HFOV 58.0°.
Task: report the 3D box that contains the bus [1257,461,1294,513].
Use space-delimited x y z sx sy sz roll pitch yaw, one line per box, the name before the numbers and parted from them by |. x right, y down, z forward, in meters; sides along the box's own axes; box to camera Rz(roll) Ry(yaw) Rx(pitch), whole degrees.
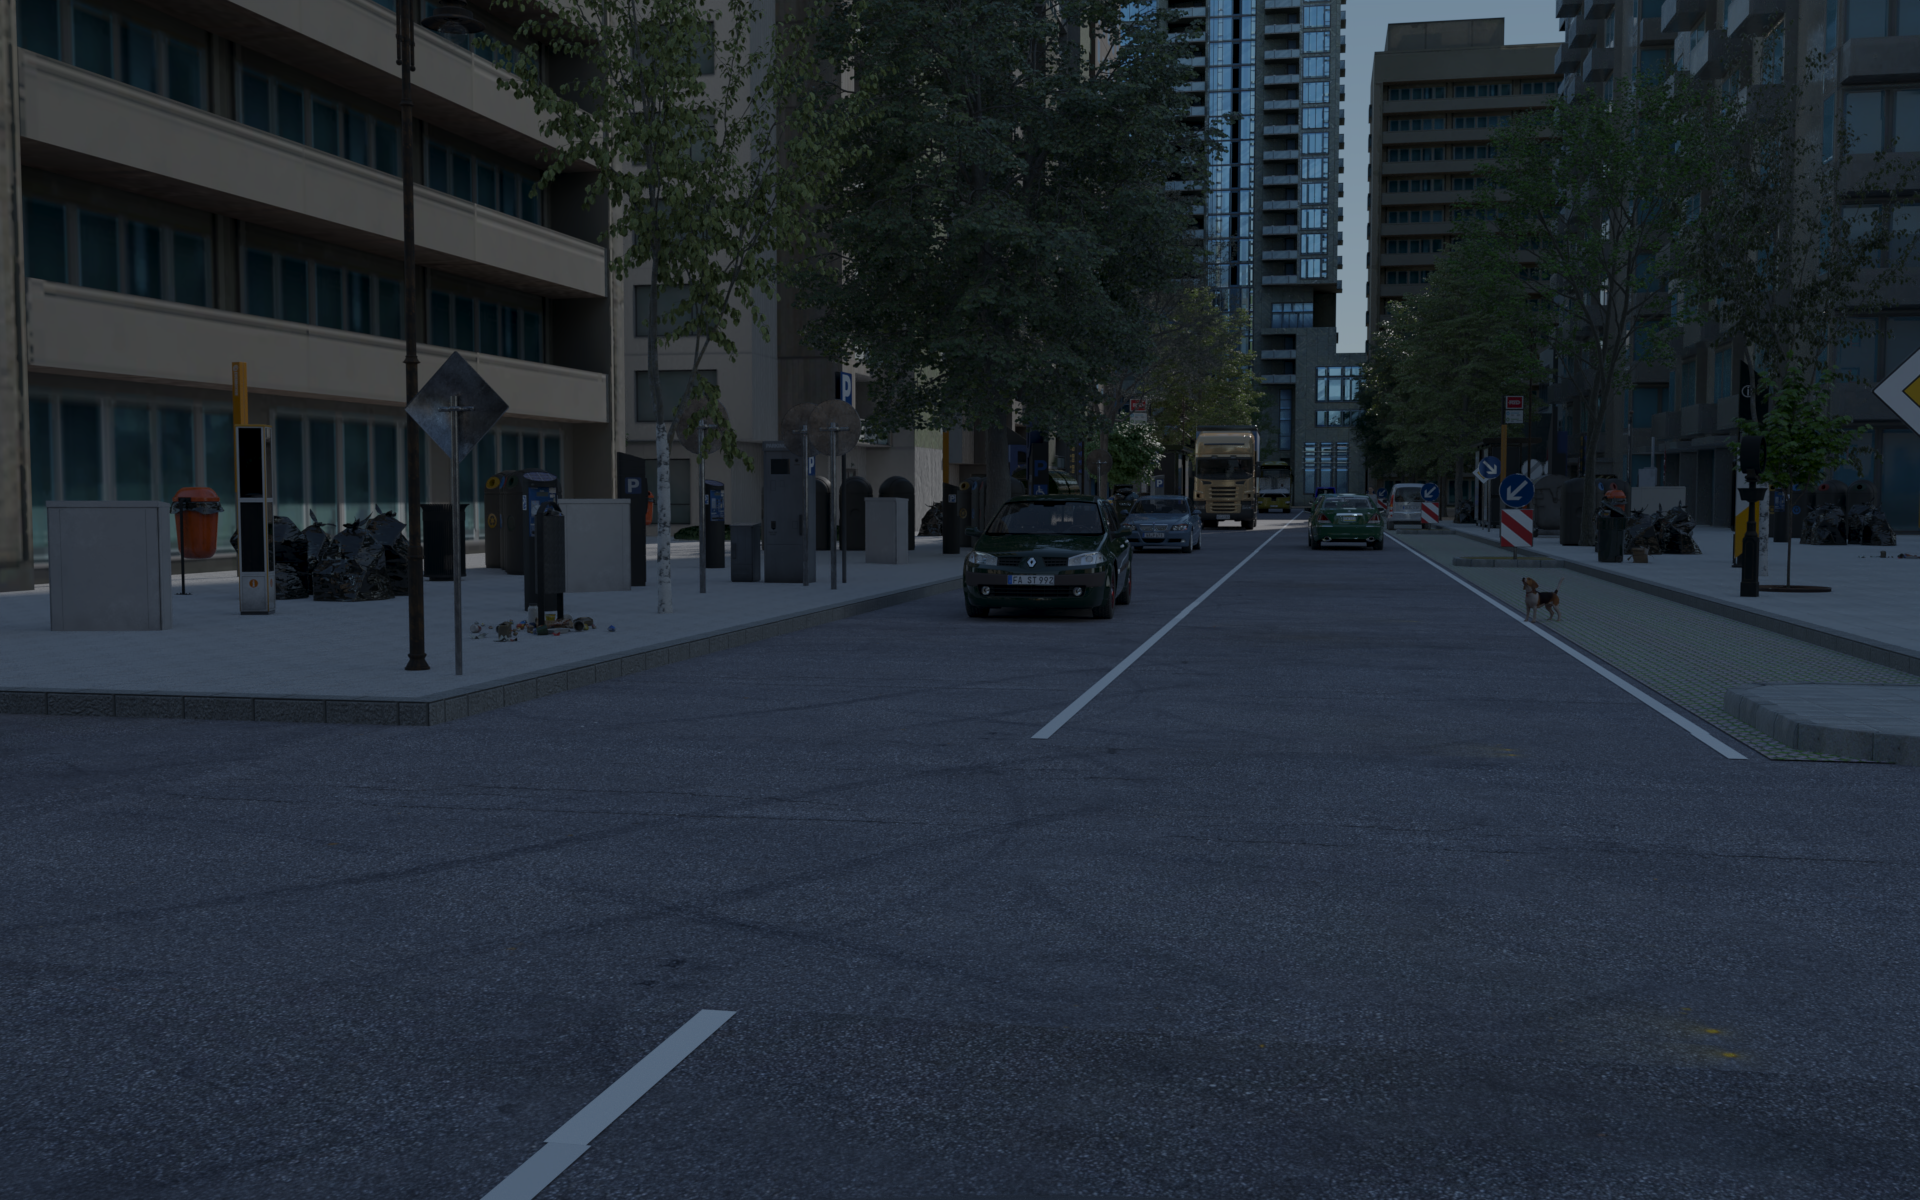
bus | 24.160 -8.635 132.730 2.896 3.916 12.252 1 4 11

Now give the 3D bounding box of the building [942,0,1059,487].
building | -2.547 -19.828 95.881 14.160 30.474 14.107 1 4 12

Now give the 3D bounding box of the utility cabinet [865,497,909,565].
utility cabinet | -1.351 -1.272 31.958 0.306 1.237 1.020 -3 4 -37

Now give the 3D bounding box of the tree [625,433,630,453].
tree | -9.696 -3.269 48.048 1.663 3.219 1.824 0 3 0

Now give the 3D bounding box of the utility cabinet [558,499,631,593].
utility cabinet | -4.867 -0.713 22.813 1.020 1.237 0.306 -2 4 -35

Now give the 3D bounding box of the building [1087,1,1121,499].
building | 3.662 -28.948 123.415 14.600 45.320 14.200 1 4 12

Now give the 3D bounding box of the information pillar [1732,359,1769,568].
information pillar | 13.725 -2.367 30.054 0.504 3.616 0.183 1 4 15

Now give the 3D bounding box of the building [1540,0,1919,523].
building | 47.005 -29.396 100.233 23.786 49.044 30.456 1 4 12

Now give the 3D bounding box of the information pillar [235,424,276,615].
information pillar | -7.496 -0.853 18.432 0.304 2.012 0.304 0 4 -8

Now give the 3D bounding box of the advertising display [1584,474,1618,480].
advertising display | 20.880 -3.129 56.369 0.974 1.923 0.123 3 5 42

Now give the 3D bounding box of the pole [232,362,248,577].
pole | -11.137 -2.019 26.859 0.158 3.312 0.155 0 3 0

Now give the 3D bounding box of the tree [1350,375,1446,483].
tree | 30.223 -11.101 115.913 8.767 10.594 7.601 1 4 21

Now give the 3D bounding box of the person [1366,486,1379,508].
person | 14.512 -3.187 61.354 0.466 1.731 0.760 -3 5 -43

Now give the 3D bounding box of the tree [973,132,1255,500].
tree | 4.873 -9.019 57.826 12.009 13.543 11.850 0 3 0

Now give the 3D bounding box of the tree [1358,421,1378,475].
tree | 37.512 -14.049 147.830 7.486 12.596 7.792 0 3 0

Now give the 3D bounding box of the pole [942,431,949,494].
pole | -0.351 -3.002 42.933 0.158 3.312 0.155 0 3 0

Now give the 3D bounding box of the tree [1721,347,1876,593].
tree | 11.018 -1.740 23.058 1.663 3.219 1.824 0 3 0

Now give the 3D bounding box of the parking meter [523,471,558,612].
parking meter | -4.603 -0.649 19.024 0.372 1.533 0.369 0 3 0

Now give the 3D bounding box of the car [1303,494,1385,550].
car | 10.189 -2.083 45.858 2.131 1.459 4.920 1 4 10

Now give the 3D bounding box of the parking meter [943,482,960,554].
parking meter | -0.188 -1.756 37.126 0.372 1.533 0.369 0 3 0

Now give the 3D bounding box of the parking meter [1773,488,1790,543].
parking meter | 21.803 -2.296 45.946 0.372 1.533 0.369 0 3 0

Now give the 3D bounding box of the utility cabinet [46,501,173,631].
utility cabinet | -8.012 -0.317 16.341 1.020 1.237 0.306 0 4 -4

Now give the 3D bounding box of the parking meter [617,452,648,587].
parking meter | -4.552 -1.125 24.098 0.399 1.863 0.255 -1 4 -21

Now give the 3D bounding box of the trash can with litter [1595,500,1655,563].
trash can with litter | 12.459 -1.289 32.454 1.055 1.170 0.624 1 4 21

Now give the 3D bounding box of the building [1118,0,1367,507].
building | 27.619 -53.330 184.610 31.000 86.520 22.319 1 4 12

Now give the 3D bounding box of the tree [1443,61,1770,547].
tree | 15.564 -7.117 42.111 9.928 11.665 9.643 0 3 0

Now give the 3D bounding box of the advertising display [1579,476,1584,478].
advertising display | 22.218 -3.400 60.804 0.974 1.923 0.123 1 4 22

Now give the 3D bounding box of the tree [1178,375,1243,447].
tree | 16.012 -9.880 111.895 4.360 8.622 3.978 0 3 0

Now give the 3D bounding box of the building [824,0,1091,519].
building | 0.382 -26.059 109.652 14.154 41.232 14.086 1 4 12

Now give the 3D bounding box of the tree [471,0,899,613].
tree | -2.944 -4.161 18.401 4.737 8.622 4.395 0 3 0

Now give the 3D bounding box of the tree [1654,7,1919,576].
tree | 12.553 -4.663 26.607 4.360 8.622 3.978 0 3 0

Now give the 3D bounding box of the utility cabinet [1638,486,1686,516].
utility cabinet | 20.405 -2.544 50.278 1.173 1.500 0.318 2 4 27

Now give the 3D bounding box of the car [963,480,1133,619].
car | 1.142 -0.699 21.213 2.009 1.686 4.222 1 4 10

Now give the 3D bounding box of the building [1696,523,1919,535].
building | 39.215 -27.169 63.824 23.786 49.044 30.456 1 4 12

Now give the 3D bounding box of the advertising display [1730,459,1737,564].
advertising display | 14.640 -1.648 32.159 0.974 1.923 0.123 -2 4 -35

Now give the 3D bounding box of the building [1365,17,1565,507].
building | 53.483 -34.084 180.973 21.600 48.544 21.300 1 4 12

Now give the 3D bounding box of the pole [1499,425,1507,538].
pole | 16.019 -3.501 51.078 0.158 3.312 0.155 0 3 0

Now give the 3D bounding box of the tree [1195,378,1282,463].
tree | 24.477 -13.899 152.997 9.928 11.665 9.643 0 3 0

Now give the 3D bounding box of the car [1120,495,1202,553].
car | 5.091 -1.929 43.535 2.014 1.417 4.499 1 4 12

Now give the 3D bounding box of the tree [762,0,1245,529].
tree | 0.760 -7.831 34.693 9.857 13.997 8.962 0 3 0

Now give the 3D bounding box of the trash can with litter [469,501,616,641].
trash can with litter | -4.052 -0.308 16.099 1.678 1.210 2.233 0 4 7

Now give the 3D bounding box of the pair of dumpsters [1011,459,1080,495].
pair of dumpsters | 2.229 -2.732 47.154 1.574 2.255 4.437 1 4 12

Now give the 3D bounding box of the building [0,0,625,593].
building | -20.816 -25.049 33.253 21.300 48.544 21.600 1 4 12

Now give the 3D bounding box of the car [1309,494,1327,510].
car | 19.114 -4.755 89.540 2.131 1.459 4.920 1 4 11

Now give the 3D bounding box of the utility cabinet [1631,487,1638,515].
utility cabinet | 22.043 -2.846 55.213 1.173 1.500 0.318 3 4 36

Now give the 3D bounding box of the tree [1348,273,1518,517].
tree | 27.112 -11.643 97.015 9.857 13.997 8.962 0 3 0

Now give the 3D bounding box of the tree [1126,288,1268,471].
tree | 13.028 -10.813 94.926 7.486 12.596 7.792 0 3 0

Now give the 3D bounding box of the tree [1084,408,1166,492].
tree | 6.223 -5.057 66.393 4.285 4.588 4.351 0 3 0

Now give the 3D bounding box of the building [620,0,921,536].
building | -8.748 -22.857 57.312 14.154 41.232 14.086 1 4 12

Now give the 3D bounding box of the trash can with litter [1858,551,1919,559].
trash can with litter | 19.195 -1.440 34.607 2.233 1.210 1.678 1 4 22

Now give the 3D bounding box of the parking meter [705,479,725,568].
parking meter | -4.263 -1.320 29.994 0.372 1.533 0.369 0 3 0

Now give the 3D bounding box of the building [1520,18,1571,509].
building | 53.731 -49.930 129.020 22.319 86.520 31.000 1 4 12

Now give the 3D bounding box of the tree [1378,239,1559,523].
tree | 22.827 -9.747 77.490 7.486 12.596 7.792 0 3 0
